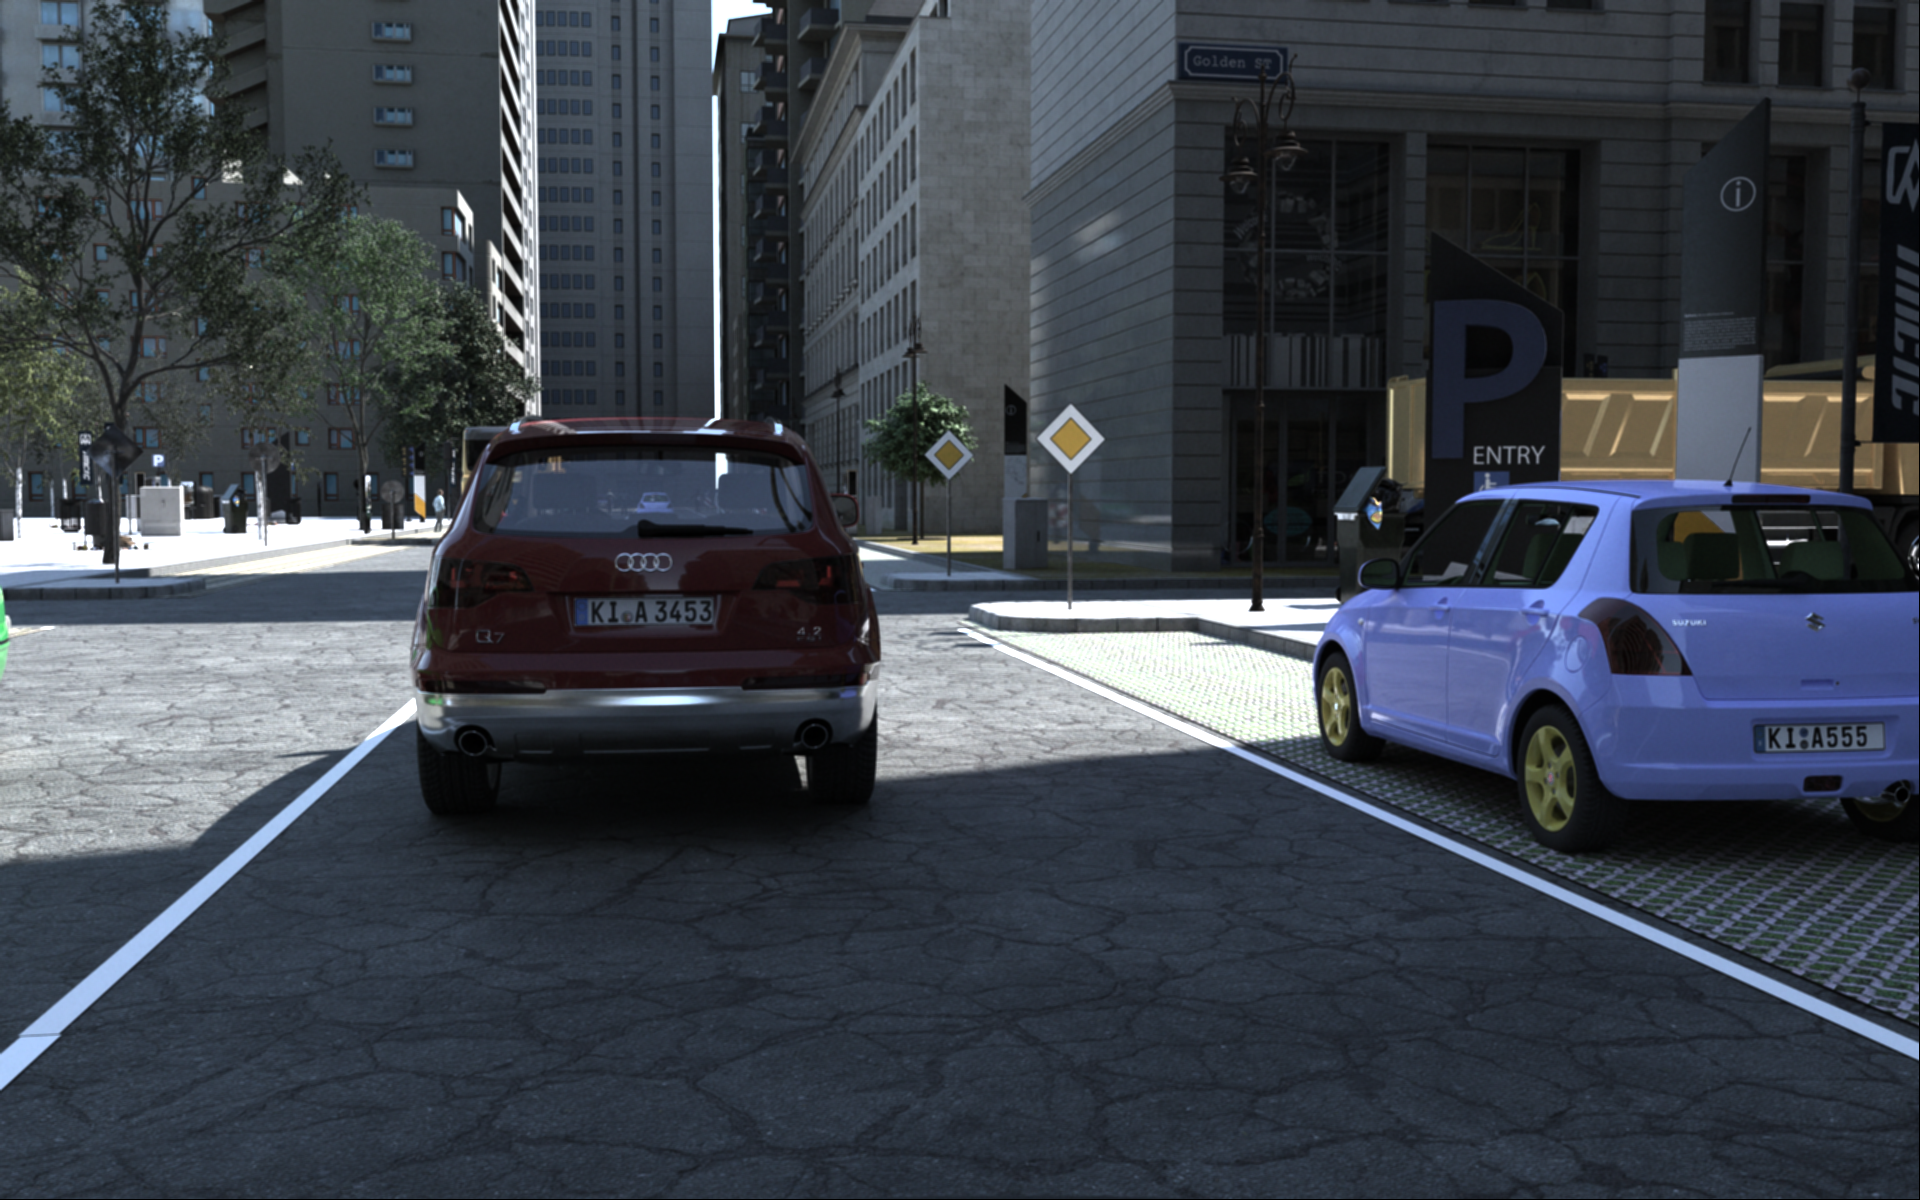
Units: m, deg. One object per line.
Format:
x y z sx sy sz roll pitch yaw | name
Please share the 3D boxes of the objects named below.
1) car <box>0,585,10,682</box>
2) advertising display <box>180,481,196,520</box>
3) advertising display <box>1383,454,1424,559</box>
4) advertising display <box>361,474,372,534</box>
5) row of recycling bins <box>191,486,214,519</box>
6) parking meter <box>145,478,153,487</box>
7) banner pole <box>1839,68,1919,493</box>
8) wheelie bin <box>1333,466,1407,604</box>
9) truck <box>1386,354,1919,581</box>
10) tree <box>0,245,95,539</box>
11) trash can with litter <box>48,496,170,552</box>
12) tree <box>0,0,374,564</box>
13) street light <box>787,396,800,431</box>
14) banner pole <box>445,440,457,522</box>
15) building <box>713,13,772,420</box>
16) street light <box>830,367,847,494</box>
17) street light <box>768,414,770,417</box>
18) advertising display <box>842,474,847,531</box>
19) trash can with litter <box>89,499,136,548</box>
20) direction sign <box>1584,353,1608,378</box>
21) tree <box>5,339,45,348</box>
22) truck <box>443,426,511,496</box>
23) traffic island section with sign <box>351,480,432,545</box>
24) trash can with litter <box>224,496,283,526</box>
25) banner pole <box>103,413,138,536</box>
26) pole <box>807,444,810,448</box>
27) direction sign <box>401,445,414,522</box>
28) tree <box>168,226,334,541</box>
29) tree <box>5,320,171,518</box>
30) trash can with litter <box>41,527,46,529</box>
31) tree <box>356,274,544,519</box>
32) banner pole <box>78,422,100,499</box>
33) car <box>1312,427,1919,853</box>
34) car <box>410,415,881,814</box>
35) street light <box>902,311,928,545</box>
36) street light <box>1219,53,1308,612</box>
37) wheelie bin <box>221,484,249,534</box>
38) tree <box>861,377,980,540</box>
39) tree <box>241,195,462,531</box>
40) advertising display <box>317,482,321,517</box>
-6.031 0.051 7.966 1.959 1.807 4.718 -1 4 -9 | car
-38.235 -4.921 85.675 0.974 1.923 0.123 1 4 16 | advertising display
7.225 -1.388 27.902 0.974 1.923 0.123 -2 4 -24 | advertising display
-19.059 -3.085 55.649 0.123 1.923 0.974 -1 4 -9 | advertising display
-38.926 -5.012 89.056 1.069 1.692 3.534 -1 4 -20 | row of recycling bins
-29.415 -3.481 62.625 0.255 1.863 0.399 3 4 39 | parking meter
5.514 -1.243 10.333 0.863 3.779 0.401 -1 4 -9 | banner pole
4.747 -0.743 20.051 0.693 1.594 0.980 -1 4 -14 | wheelie bin
11.172 -1.763 24.744 9.791 3.379 3.469 -1 4 -9 | truck
-26.971 -6.067 49.554 4.737 8.622 4.395 0 3 0 | tree
-19.234 -1.731 39.367 2.233 1.210 1.678 -1 4 -11 | trash can with litter
-15.307 -5.929 31.356 7.601 10.594 8.767 2 4 25 | tree
-7.839 -6.659 81.659 0.468 5.910 1.993 -1 4 -10 | street light
-23.799 -5.565 81.009 0.401 3.779 0.863 1 4 17 | banner pole
-14.419 -37.388 200.526 27.495 52.752 28.713 -1 4 -10 | building
-4.415 -5.506 62.804 0.468 5.910 1.993 -1 4 -10 | street light
-11.110 -7.814 100.541 0.468 5.910 1.993 -1 4 -10 | street light
-3.632 -3.068 55.372 0.123 1.923 0.974 -1 4 -11 | advertising display
-20.348 -1.848 41.600 1.055 1.170 0.624 0 4 5 | trash can with litter
10.324 -2.215 28.219 0.379 3.537 0.876 3 5 42 | direction sign
-42.867 -7.691 76.110 4.360 8.622 3.978 0 3 0 | tree
-13.360 -3.440 52.164 3.469 3.379 9.791 -1 4 -11 | truck
-16.125 -2.484 49.239 1.989 1.847 2.006 -1 4 -10 | traffic island section with sign
-28.701 -3.628 70.381 2.233 1.210 1.678 -1 4 -23 | trash can with litter
-25.883 -3.876 53.396 0.863 3.779 0.401 -2 4 -28 | banner pole
-6.268 -4.732 71.204 0.158 3.312 0.155 0 3 0 | pole
-25.440 -5.373 79.850 0.876 3.537 0.379 2 4 33 | direction sign
-19.241 -5.936 47.424 4.360 8.622 3.978 0 3 0 | tree
-34.527 -7.257 69.013 4.360 8.622 3.978 0 3 0 | tree
-33.406 -3.315 65.253 2.233 1.210 1.678 -1 4 -9 | trash can with litter
-26.670 -10.638 90.938 9.611 12.733 9.660 0 3 0 | tree
-30.297 -4.304 60.395 0.401 3.779 0.863 3 4 37 | banner pole
2.984 0.079 8.293 1.945 1.707 3.694 -1 4 -9 | car
-1.628 -0.045 9.406 2.281 1.827 5.304 -1 4 -8 | car
-1.144 -4.351 43.922 0.468 5.910 1.993 -1 4 -10 | street light
3.252 -2.813 18.786 0.468 5.910 1.993 -1 4 -10 | street light
-23.460 -2.945 56.066 0.980 1.594 0.693 3 5 42 | wheelie bin
-0.995 -3.978 48.758 4.285 4.588 4.351 0 3 0 | tree
-21.125 -8.261 60.821 9.928 11.665 9.643 0 3 0 | tree
-35.659 -5.578 96.415 0.123 1.923 0.974 -1 4 -17 | advertising display
